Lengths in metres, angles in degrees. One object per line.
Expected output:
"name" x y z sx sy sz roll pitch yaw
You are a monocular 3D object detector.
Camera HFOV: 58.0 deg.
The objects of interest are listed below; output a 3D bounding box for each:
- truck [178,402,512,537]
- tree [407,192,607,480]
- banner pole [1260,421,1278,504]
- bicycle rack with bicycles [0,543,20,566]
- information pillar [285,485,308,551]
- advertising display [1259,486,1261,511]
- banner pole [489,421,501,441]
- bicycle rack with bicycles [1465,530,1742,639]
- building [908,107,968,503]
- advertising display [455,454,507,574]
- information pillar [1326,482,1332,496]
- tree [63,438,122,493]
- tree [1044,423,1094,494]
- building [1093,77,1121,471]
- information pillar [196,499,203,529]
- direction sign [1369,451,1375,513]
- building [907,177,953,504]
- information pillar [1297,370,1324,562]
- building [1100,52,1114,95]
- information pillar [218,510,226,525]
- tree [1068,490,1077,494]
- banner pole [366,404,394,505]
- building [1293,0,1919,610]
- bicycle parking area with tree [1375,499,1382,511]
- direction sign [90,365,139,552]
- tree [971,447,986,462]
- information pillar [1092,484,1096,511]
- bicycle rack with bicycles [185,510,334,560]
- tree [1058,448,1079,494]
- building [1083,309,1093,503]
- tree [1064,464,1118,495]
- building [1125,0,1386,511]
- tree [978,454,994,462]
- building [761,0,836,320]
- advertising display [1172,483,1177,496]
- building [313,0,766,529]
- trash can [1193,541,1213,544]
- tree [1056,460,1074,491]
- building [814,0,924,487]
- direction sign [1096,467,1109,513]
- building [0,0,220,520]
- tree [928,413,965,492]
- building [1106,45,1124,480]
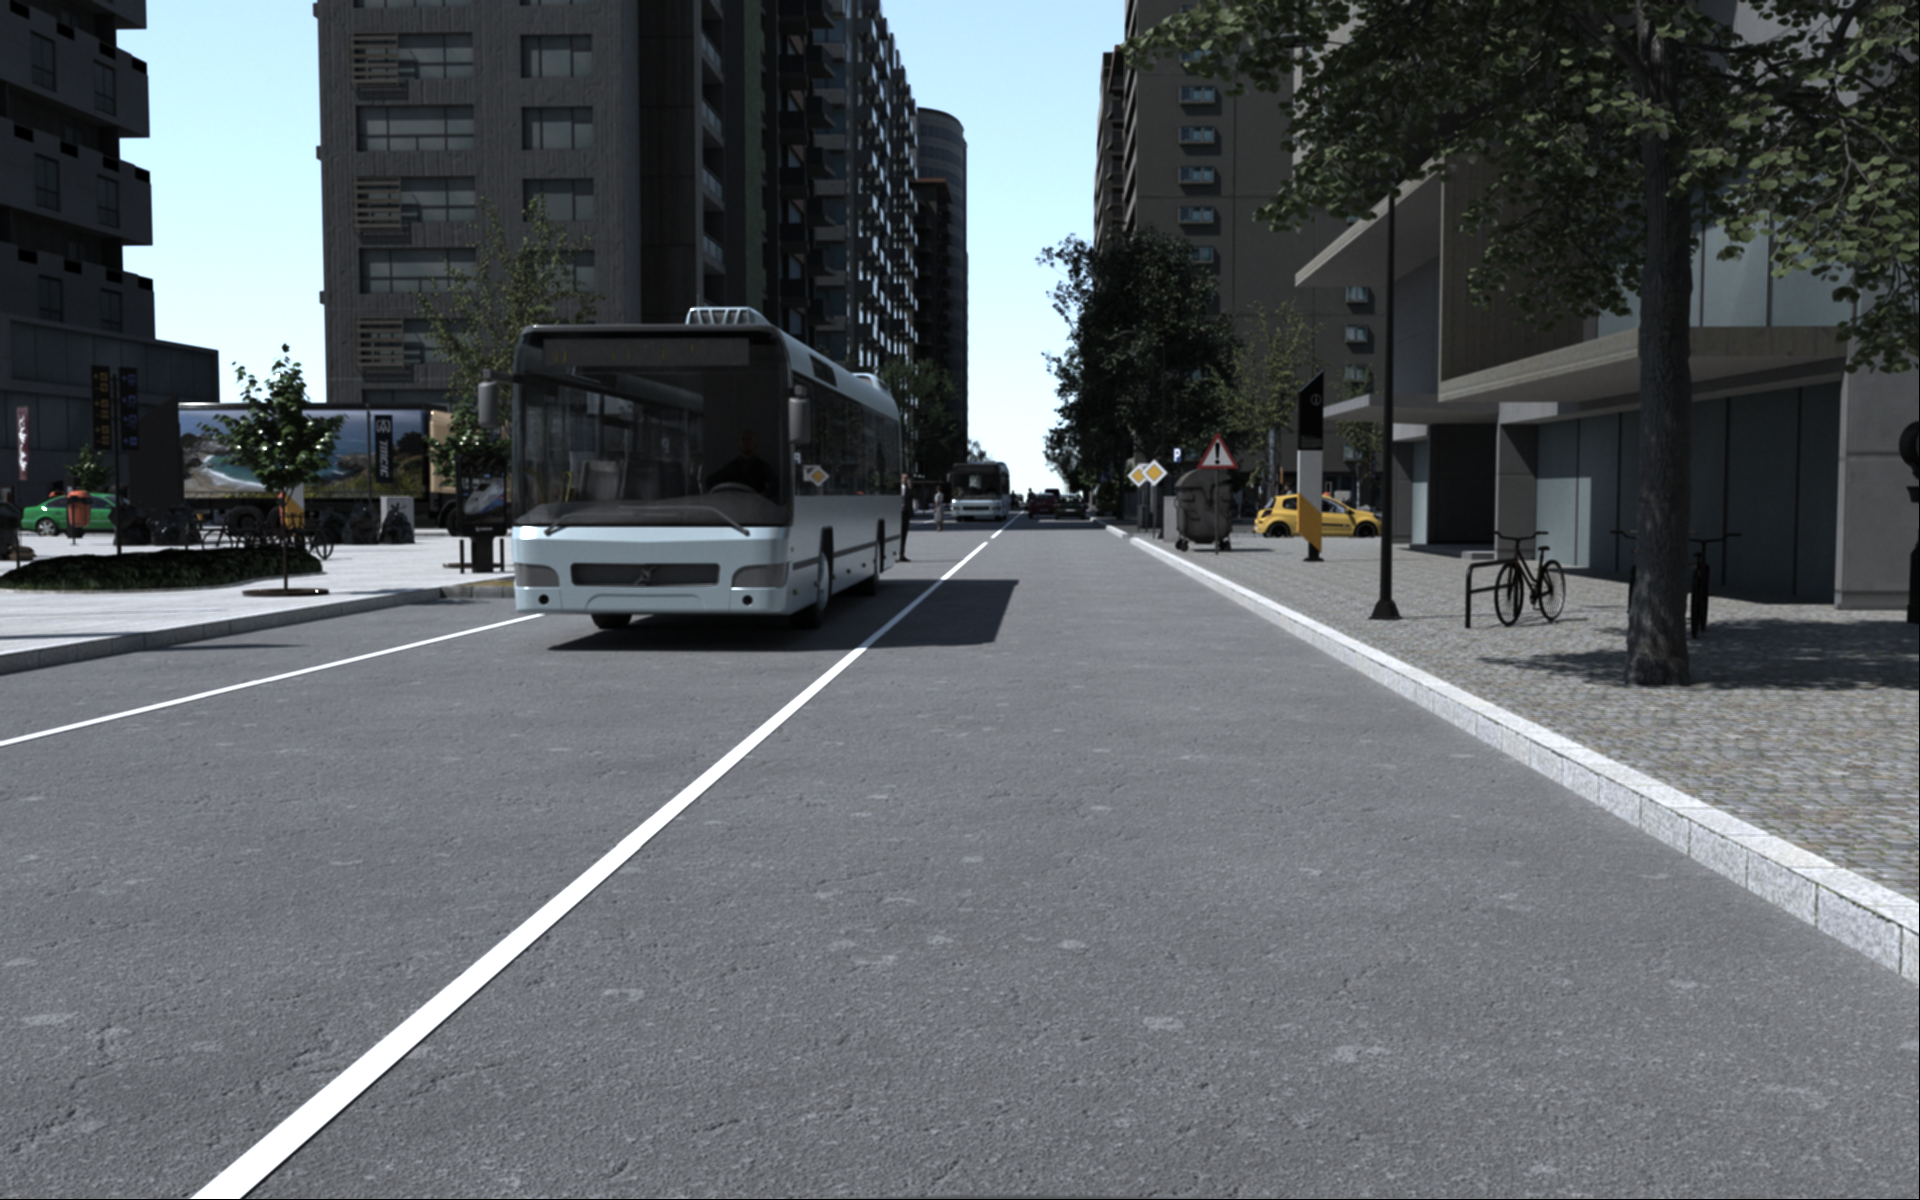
"truck" -18.629 -3.995 54.225 11.283 4.237 2.839 0 4 1
"tree" -10.711 -5.582 41.624 4.737 8.622 4.395 0 3 0
"banner pole" 10.634 -4.212 58.888 0.401 3.779 0.863 2 4 31
"bicycle rack with bicycles" -17.407 -0.958 29.039 2.852 0.926 2.925 2 4 31
"information pillar" -14.776 -2.878 38.416 0.183 3.616 0.504 2 4 31
"advertising display" 22.663 -7.585 129.230 0.123 1.923 0.974 -2 4 -33
"banner pole" -13.324 -3.619 49.185 0.401 3.779 0.863 3 4 36
"bicycle rack with bicycles" 6.269 -0.214 16.879 2.852 0.926 2.925 2 4 33
"building" -10.065 -44.035 261.977 21.231 58.520 28.212 0 4 3
"advertising display" -7.810 -1.411 28.288 0.123 1.923 0.974 2 4 33
"information pillar" 22.725 -6.251 106.695 0.304 2.012 0.304 2 4 31
"tree" -30.332 -4.009 60.155 1.663 3.219 1.824 0 3 0
"tree" 13.987 -17.206 215.733 8.767 10.594 7.601 2 4 29
"building" 26.175 -34.836 193.270 21.300 48.544 21.600 0 4 3
"information pillar" -26.675 -4.240 60.681 0.183 3.616 0.504 -1 4 -9
"direction sign" 21.759 -6.085 91.487 0.379 3.537 0.876 0 4 -6
"building" -12.324 -35.435 233.986 22.147 44.769 28.867 0 4 3
"information pillar" 6.655 -2.538 32.859 0.504 3.616 0.183 -1 4 -12
"building" 30.759 -51.461 279.635 20.563 71.187 20.611 0 4 3
"information pillar" -30.184 -4.057 70.816 0.304 2.012 0.304 -2 4 -25
"tree" 16.971 -16.048 256.992 1.663 3.219 1.824 0 3 0
"banner pole" -16.196 -3.560 48.227 0.863 3.779 0.401 -1 4 -16
"building" 21.450 -27.000 30.685 28.713 52.752 27.495 0 4 3
"bicycle parking area with tree" 33.506 -8.522 126.328 9.016 4.147 8.231 3 5 40
"direction sign" -15.012 -2.375 30.832 0.379 3.537 0.876 2 4 30
"tree" 2.491 -18.928 259.833 4.360 8.622 3.978 0 3 0
"information pillar" 9.986 -7.628 129.202 0.304 2.012 0.304 0 4 1
"bicycle rack with bicycles" -13.323 -1.220 33.334 2.852 0.926 2.925 2 4 32
"tree" 15.649 -18.107 246.406 4.737 8.622 4.395 0 3 0
"building" 25.730 -30.076 263.447 14.160 30.474 14.107 0 4 3
"tree" 11.101 -9.408 137.535 4.285 4.588 4.351 0 3 0
"building" 24.568 -31.699 141.982 21.300 48.544 21.600 0 4 3
"tree" 4.326 -20.868 291.557 4.737 8.622 4.395 0 3 0
"building" -19.046 -27.219 99.660 22.147 44.769 28.867 0 4 3
"advertising display" 13.417 -6.138 105.575 0.974 1.923 0.123 -1 4 -17
"building" -15.754 -23.516 68.087 14.154 41.232 14.086 0 4 3
"trash can" 6.301 -2.023 44.723 0.748 1.137 0.748 0 3 0
"tree" 17.366 -20.287 282.052 4.360 8.622 3.978 0 3 0
"building" -16.084 -34.239 179.420 23.786 49.044 30.456 0 4 3
"direction sign" 8.956 -7.140 108.741 0.876 3.537 0.379 -2 4 -25
"building" -52.331 -29.671 74.354 27.495 52.752 28.713 0 4 3
"tree" -1.961 -12.359 152.428 4.360 8.622 3.978 0 3 0
"building" 25.457 -31.412 168.203 22.147 44.769 28.867 0 4 3
